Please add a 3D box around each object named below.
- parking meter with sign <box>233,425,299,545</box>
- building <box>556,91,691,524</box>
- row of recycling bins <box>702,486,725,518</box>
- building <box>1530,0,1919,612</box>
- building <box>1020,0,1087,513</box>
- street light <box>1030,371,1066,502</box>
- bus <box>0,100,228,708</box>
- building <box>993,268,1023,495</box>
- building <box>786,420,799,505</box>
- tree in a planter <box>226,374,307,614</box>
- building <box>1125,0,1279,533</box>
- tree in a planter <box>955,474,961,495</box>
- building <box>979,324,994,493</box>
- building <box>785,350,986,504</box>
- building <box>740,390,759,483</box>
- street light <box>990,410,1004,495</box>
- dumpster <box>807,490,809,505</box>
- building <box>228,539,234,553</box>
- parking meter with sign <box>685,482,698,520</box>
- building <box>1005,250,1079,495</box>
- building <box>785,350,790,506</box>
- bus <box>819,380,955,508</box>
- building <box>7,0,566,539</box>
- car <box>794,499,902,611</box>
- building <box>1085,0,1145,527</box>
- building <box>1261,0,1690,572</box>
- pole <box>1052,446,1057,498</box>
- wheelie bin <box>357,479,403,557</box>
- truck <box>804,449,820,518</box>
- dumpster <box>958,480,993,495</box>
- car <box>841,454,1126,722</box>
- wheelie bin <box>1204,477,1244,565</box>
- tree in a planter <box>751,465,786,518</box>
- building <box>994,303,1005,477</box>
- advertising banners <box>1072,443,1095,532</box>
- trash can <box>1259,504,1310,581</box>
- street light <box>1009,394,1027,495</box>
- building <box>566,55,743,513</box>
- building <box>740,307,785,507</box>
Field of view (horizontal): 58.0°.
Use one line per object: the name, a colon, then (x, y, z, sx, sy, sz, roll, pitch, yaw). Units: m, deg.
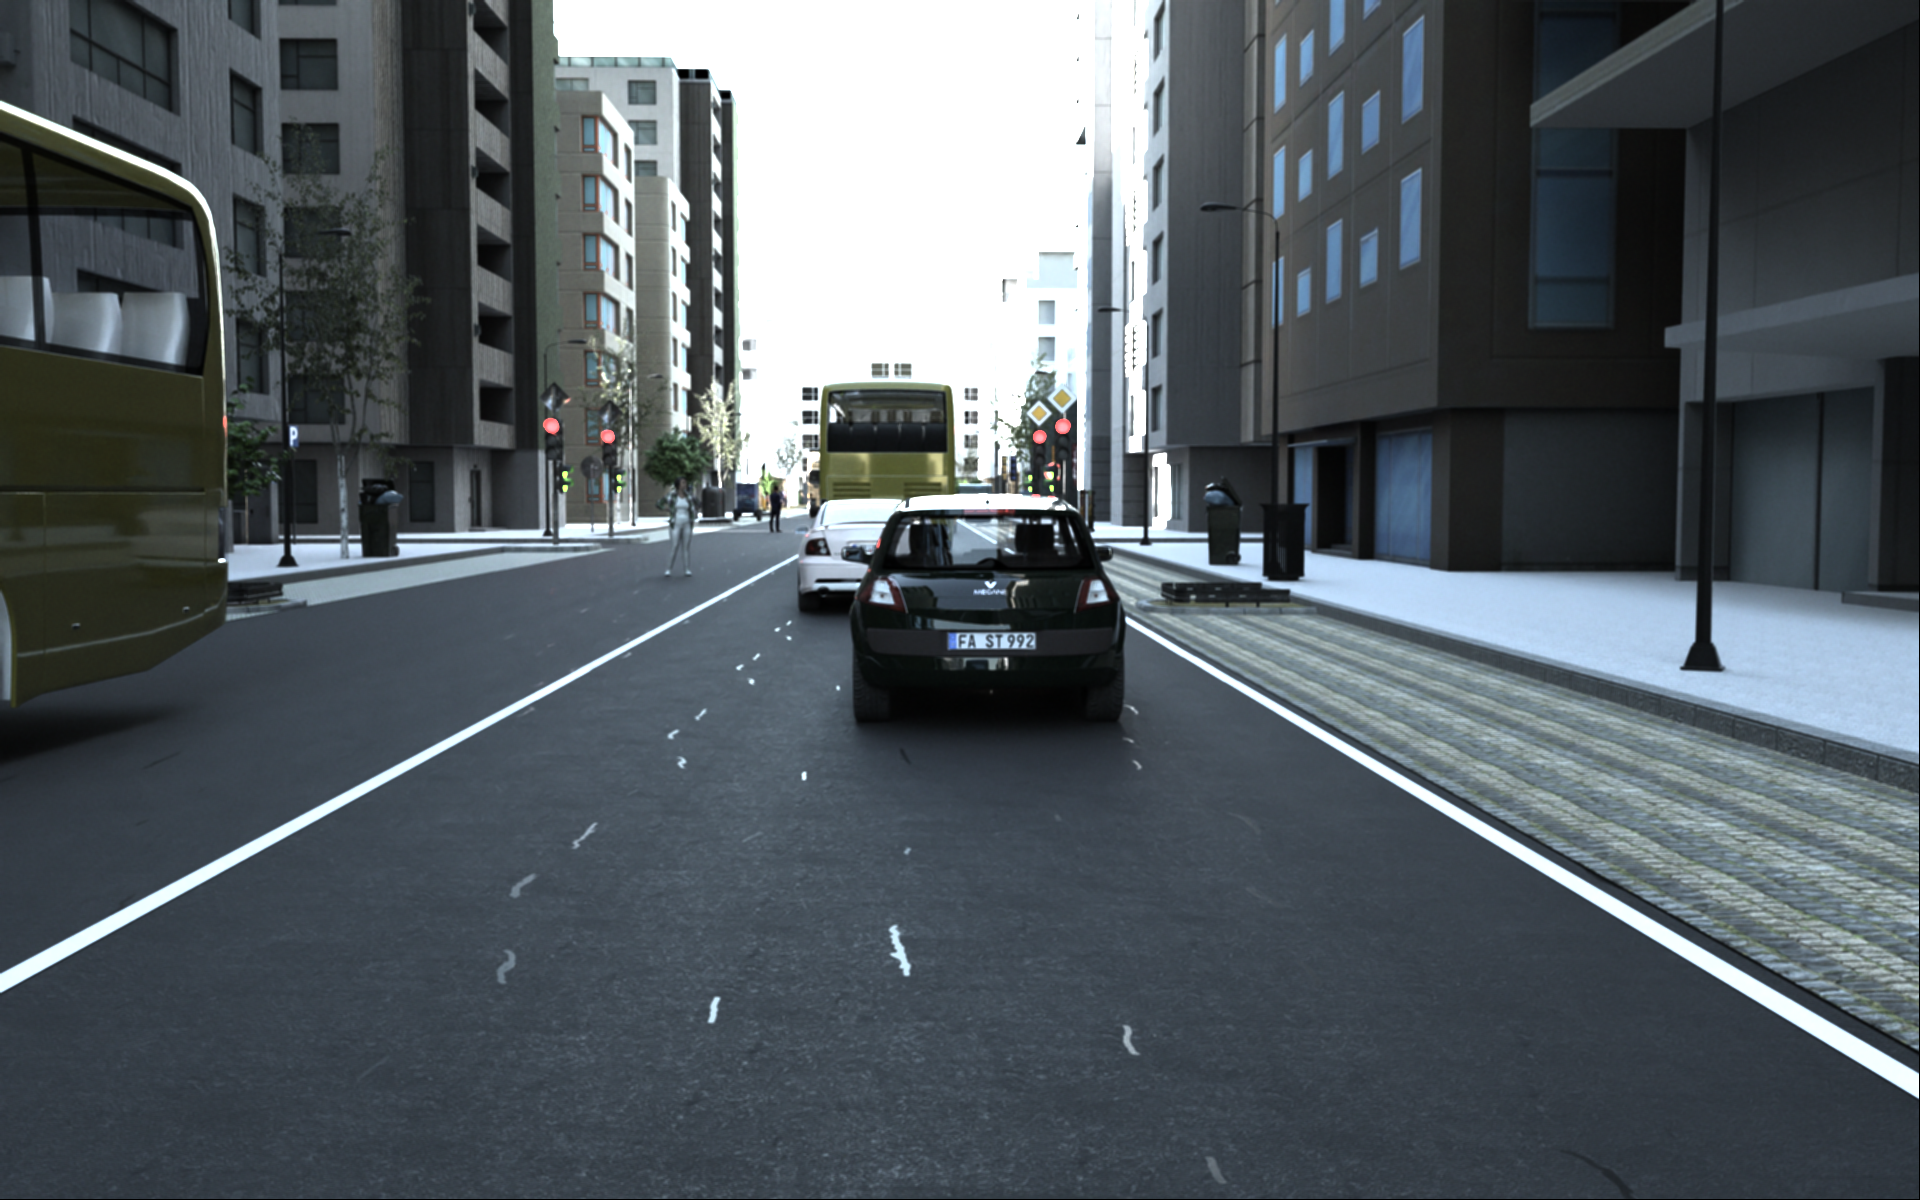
parking meter with sign: (-17.783, -2.926, 44.104, 1.738, 3.016, 0.543, 0, 4, 4)
building: (-29.540, -14.898, 88.628, 27.650, 21.520, 28.899, 0, 4, -2)
row of recycling bins: (-13.421, -5.321, 94.113, 1.069, 1.692, 3.534, 0, 4, 1)
building: (22.037, -25.871, 12.233, 28.713, 52.752, 27.495, 0, 4, -2)
building: (15.991, -48.747, 109.689, 22.319, 86.520, 31.000, 0, 4, -2)
street light: (3.425, -5.672, 65.285, 1.470, 5.913, 1.316, 0, 4, -2)
bus: (-6.200, -0.866, 5.702, 2.896, 3.916, 12.252, 0, 4, 0)
building: (17.219, -20.164, 173.648, 27.936, 21.610, 32.646, 0, 4, -2)
building: (-32.558, -15.511, 195.745, 28.070, 9.664, 9.099, 0, 4, -2)
tree in a planter: (-9.264, -1.477, 21.365, 1.991, 3.239, 1.994, 0, 4, -2)
building: (13.511, -23.011, 59.827, 14.086, 41.232, 14.154, 0, 4, -2)
tree in a planter: (-0.385, -9.575, 153.779, 1.991, 3.239, 1.994, 0, 4, -2)
building: (10.238, -20.766, 195.941, 16.016, 20.091, 11.380, 0, 4, -2)
building: (-12.843, -21.697, 221.200, 31.486, 18.905, 16.747, 0, 4, -2)
building: (-22.283, -12.910, 153.229, 9.099, 9.664, 28.070, 0, 4, -2)
street light: (2.587, -7.547, 95.930, 1.470, 5.913, 1.316, 0, 4, -2)
dumpster: (-13.170, -9.271, 159.803, 1.865, 1.857, 1.264, 0, 4, 0)
building: (-21.769, -16.020, 33.636, 14.107, 30.474, 14.160, 0, 4, -2)
parking meter with sign: (-13.481, -5.536, 86.781, 0.543, 3.016, 1.738, 0, 4, 2)
building: (12.181, -17.358, 140.216, 16.016, 20.091, 11.380, 0, 4, -2)
building: (-26.249, -20.035, 183.993, 16.016, 20.091, 11.380, 0, 4, -2)
bus: (-1.506, -2.855, 38.234, 2.896, 3.916, 12.252, 0, 4, -1)
building: (-22.090, -17.578, 59.098, 14.160, 30.474, 14.107, 0, 4, -2)
car: (-1.146, -0.629, 22.654, 2.083, 1.381, 4.827, 0, 4, -3)
building: (16.488, -32.940, 80.576, 21.231, 58.520, 28.212, 0, 4, -2)
building: (14.437, -23.487, 34.117, 14.600, 45.320, 14.200, 0, 4, -2)
pole: (3.973, -4.840, 72.973, 0.158, 3.312, 0.155, 0, 3, 0)
wheelie bin: (-11.840, -1.678, 35.340, 0.980, 1.594, 0.693, 0, 4, 2)
truck: (-8.135, -7.350, 109.079, 2.839, 4.237, 11.283, 0, 4, -2)
dumpster: (0.885, -5.772, 99.315, 1.985, 2.255, 1.502, 0, 3, 0)
car: (0.140, -0.154, 12.297, 2.009, 1.686, 4.222, 0, 4, -1)
wheelie bin: (4.794, -1.442, 31.482, 0.693, 1.594, 0.980, 1, 4, 12)
tree in a planter: (-11.516, -6.558, 104.449, 1.991, 3.239, 1.994, 0, 4, -2)
building: (11.493, -18.051, 151.560, 16.016, 20.091, 11.380, 0, 4, -2)
advertising banners: (4.167, -3.824, 58.708, 0.090, 3.025, 2.074, -1, 4, -17)
trash can: (4.809, -0.860, 25.721, 0.748, 1.137, 0.748, 0, 3, 0)
street light: (2.985, -6.610, 80.607, 1.470, 5.913, 1.316, 0, 4, -2)
building: (-22.646, -21.180, 118.001, 14.160, 30.474, 14.107, 0, 4, -2)
building: (-26.149, -19.332, 172.500, 16.016, 20.091, 11.380, 0, 4, -2)
